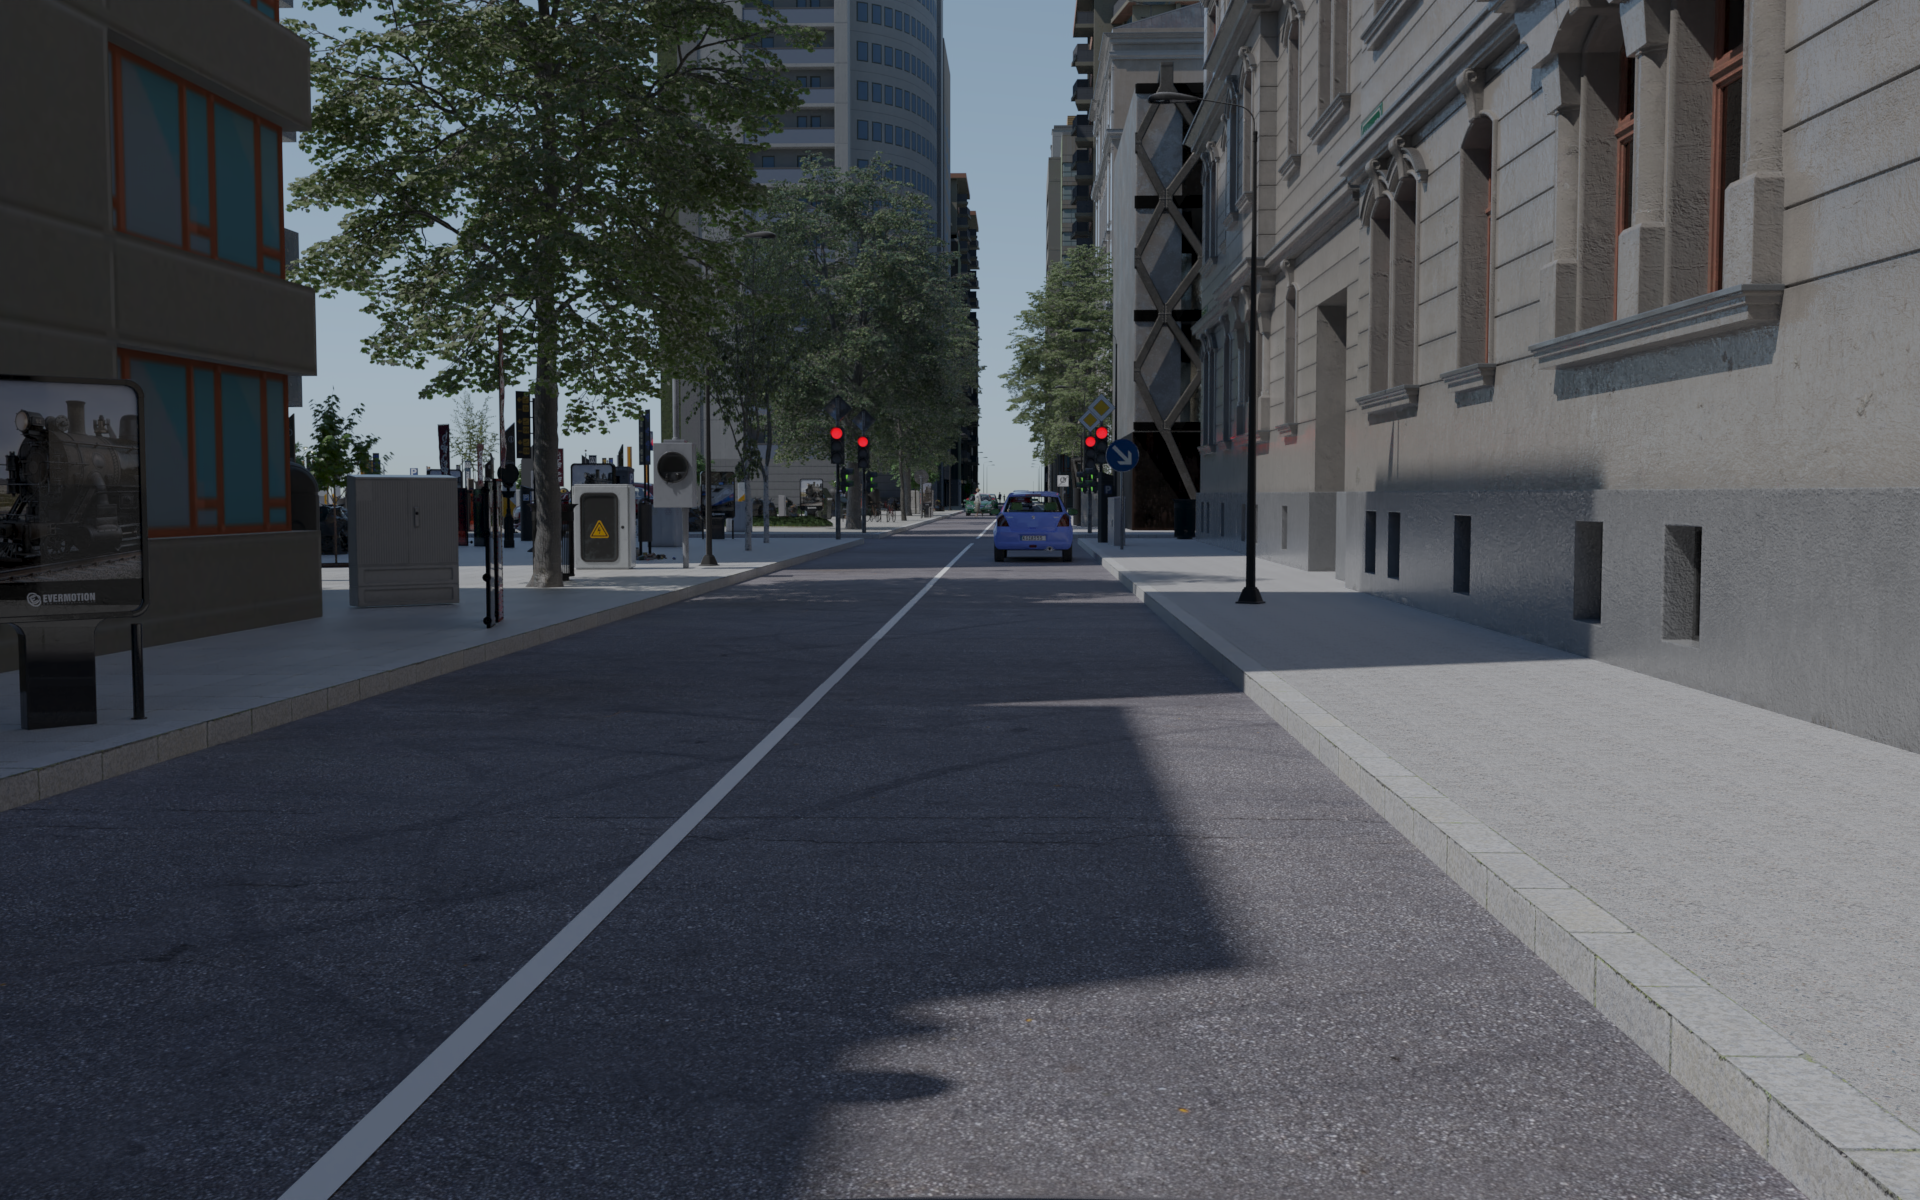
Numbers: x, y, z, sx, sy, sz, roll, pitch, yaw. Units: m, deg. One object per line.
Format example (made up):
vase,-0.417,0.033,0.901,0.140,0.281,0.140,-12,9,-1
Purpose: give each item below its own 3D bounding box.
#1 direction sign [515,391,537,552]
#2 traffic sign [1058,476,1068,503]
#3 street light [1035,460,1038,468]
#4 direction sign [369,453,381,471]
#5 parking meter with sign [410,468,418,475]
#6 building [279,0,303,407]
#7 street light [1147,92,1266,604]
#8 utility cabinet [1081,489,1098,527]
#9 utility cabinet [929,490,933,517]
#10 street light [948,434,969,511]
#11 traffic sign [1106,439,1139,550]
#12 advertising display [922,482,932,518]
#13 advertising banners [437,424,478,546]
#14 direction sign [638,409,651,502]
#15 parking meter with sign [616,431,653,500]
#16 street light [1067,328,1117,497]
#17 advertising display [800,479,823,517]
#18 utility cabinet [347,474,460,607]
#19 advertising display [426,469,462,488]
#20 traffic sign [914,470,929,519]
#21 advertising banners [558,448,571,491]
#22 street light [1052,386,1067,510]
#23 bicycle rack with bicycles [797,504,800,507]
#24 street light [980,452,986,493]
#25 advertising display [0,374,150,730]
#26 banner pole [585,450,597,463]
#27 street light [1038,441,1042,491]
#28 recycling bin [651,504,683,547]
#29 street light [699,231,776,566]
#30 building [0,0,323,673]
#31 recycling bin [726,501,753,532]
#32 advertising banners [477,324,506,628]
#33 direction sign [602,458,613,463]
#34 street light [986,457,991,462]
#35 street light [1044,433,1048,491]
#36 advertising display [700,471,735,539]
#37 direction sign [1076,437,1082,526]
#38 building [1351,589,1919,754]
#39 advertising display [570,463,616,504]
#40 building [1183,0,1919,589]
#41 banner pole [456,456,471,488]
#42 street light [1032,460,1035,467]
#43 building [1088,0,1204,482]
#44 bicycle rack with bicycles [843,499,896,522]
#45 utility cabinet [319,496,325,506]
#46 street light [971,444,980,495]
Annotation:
direction sign,-9.405,-2.832,38.302,0.876,3.537,0.379,-3,5,-43
traffic sign,5.685,-5.710,95.490,0.606,2.300,0.079,0,4,8
street light,7.540,-10.962,151.776,1.470,5.913,1.316,0,4,2
direction sign,-32.339,-6.310,95.165,0.876,3.537,0.379,-2,4,-24
parking meter with sign,-36.362,-7.366,116.696,0.543,3.016,1.738,1,4,11
building,-31.746,-25.460,35.886,30.456,49.044,23.786,0,4,2
street light,2.869,-2.914,20.178,1.470,5.913,1.316,0,4,2
utility cabinet,5.236,-3.556,66.827,1.173,1.500,0.318,3,4,37
utility cabinet,-1.740,-5.347,96.106,0.318,1.500,1.173,1,4,10
street light,-0.225,-9.837,133.378,1.470,5.913,1.316,0,4,2
traffic sign,3.747,-2.440,40.001,0.768,2.556,0.104,1,4,8
advertising display,-1.822,-5.431,94.012,0.123,1.923,0.974,2,4,29
advertising banners,-12.296,-2.849,42.763,2.074,3.025,0.090,3,5,41
direction sign,-8.478,-3.340,46.605,0.379,3.537,0.876,-2,4,-29
parking meter with sign,-9.408,-3.163,47.971,1.738,3.016,0.543,1,4,11
street light,3.825,-4.647,48.519,1.470,5.913,1.316,0,4,2
advertising display,-6.165,-4.080,71.922,0.974,1.923,0.123,0,4,1
utility cabinet,-6.351,-0.680,19.794,1.173,1.500,0.318,-3,4,-38
advertising display,-13.218,-2.399,44.444,0.123,1.923,0.974,3,5,41
traffic sign,-2.028,-5.548,90.815,0.768,2.556,0.104,0,4,5
advertising banners,-14.666,-4.285,66.250,2.074,3.025,0.090,-3,4,-37
street light,4.782,-6.217,74.197,1.470,5.913,1.316,0,4,2
bicycle rack with bicycles,-9.255,-6.150,113.936,2.852,0.926,2.925,3,5,42
street light,1.848,-13.340,190.649,1.470,5.913,1.316,0,4,2
advertising display,-4.975,-0.263,9.510,0.123,1.923,0.974,3,5,43
banner pole,-20.816,-6.573,97.486,0.863,3.779,0.401,-2,4,-27
street light,6.845,-9.696,131.075,1.470,5.913,1.316,0,4,2
recycling bin,-7.156,-1.809,42.124,0.722,1.027,0.722,1,4,9
street light,-3.951,-3.564,30.810,1.470,5.913,1.316,0,4,2
building,-21.000,-9.694,3.538,27.650,21.520,28.899,0,4,2
recycling bin,-7.515,-2.837,58.941,0.722,1.027,0.722,-2,4,-27
advertising banners,-4.654,-1.296,17.372,0.090,3.025,2.074,-1,4,-9
direction sign,-21.911,-7.081,107.775,0.876,3.537,0.379,2,4,29
street light,2.758,-14.927,216.598,1.470,5.913,1.316,0,4,2
street light,5.768,-7.973,102.892,1.470,5.913,1.316,0,4,2
advertising display,-6.874,-2.688,49.168,0.974,1.923,0.123,-1,4,-15
direction sign,4.858,-4.729,69.311,0.379,3.537,0.876,0,4,5
building,11.084,-13.709,11.525,14.401,28.519,23.554,0,4,2
advertising display,-7.611,-1.881,35.971,0.974,1.923,0.123,1,4,14
building,12.232,-15.145,35.009,14.401,28.519,23.554,0,4,2
banner pole,-32.308,-7.536,113.226,0.863,3.779,0.401,1,4,17
street light,9.592,-14.408,208.117,1.470,5.913,1.316,0,4,2
building,14.214,-19.053,97.415,13.634,28.700,20.117,0,4,2
bicycle rack with bicycles,-4.241,-4.024,79.180,2.852,0.926,2.925,-1,4,-11
utility cabinet,-27.934,-3.929,75.408,0.306,1.237,1.020,-3,4,-36
street light,0.862,-11.573,161.751,1.470,5.913,1.316,0,4,2
